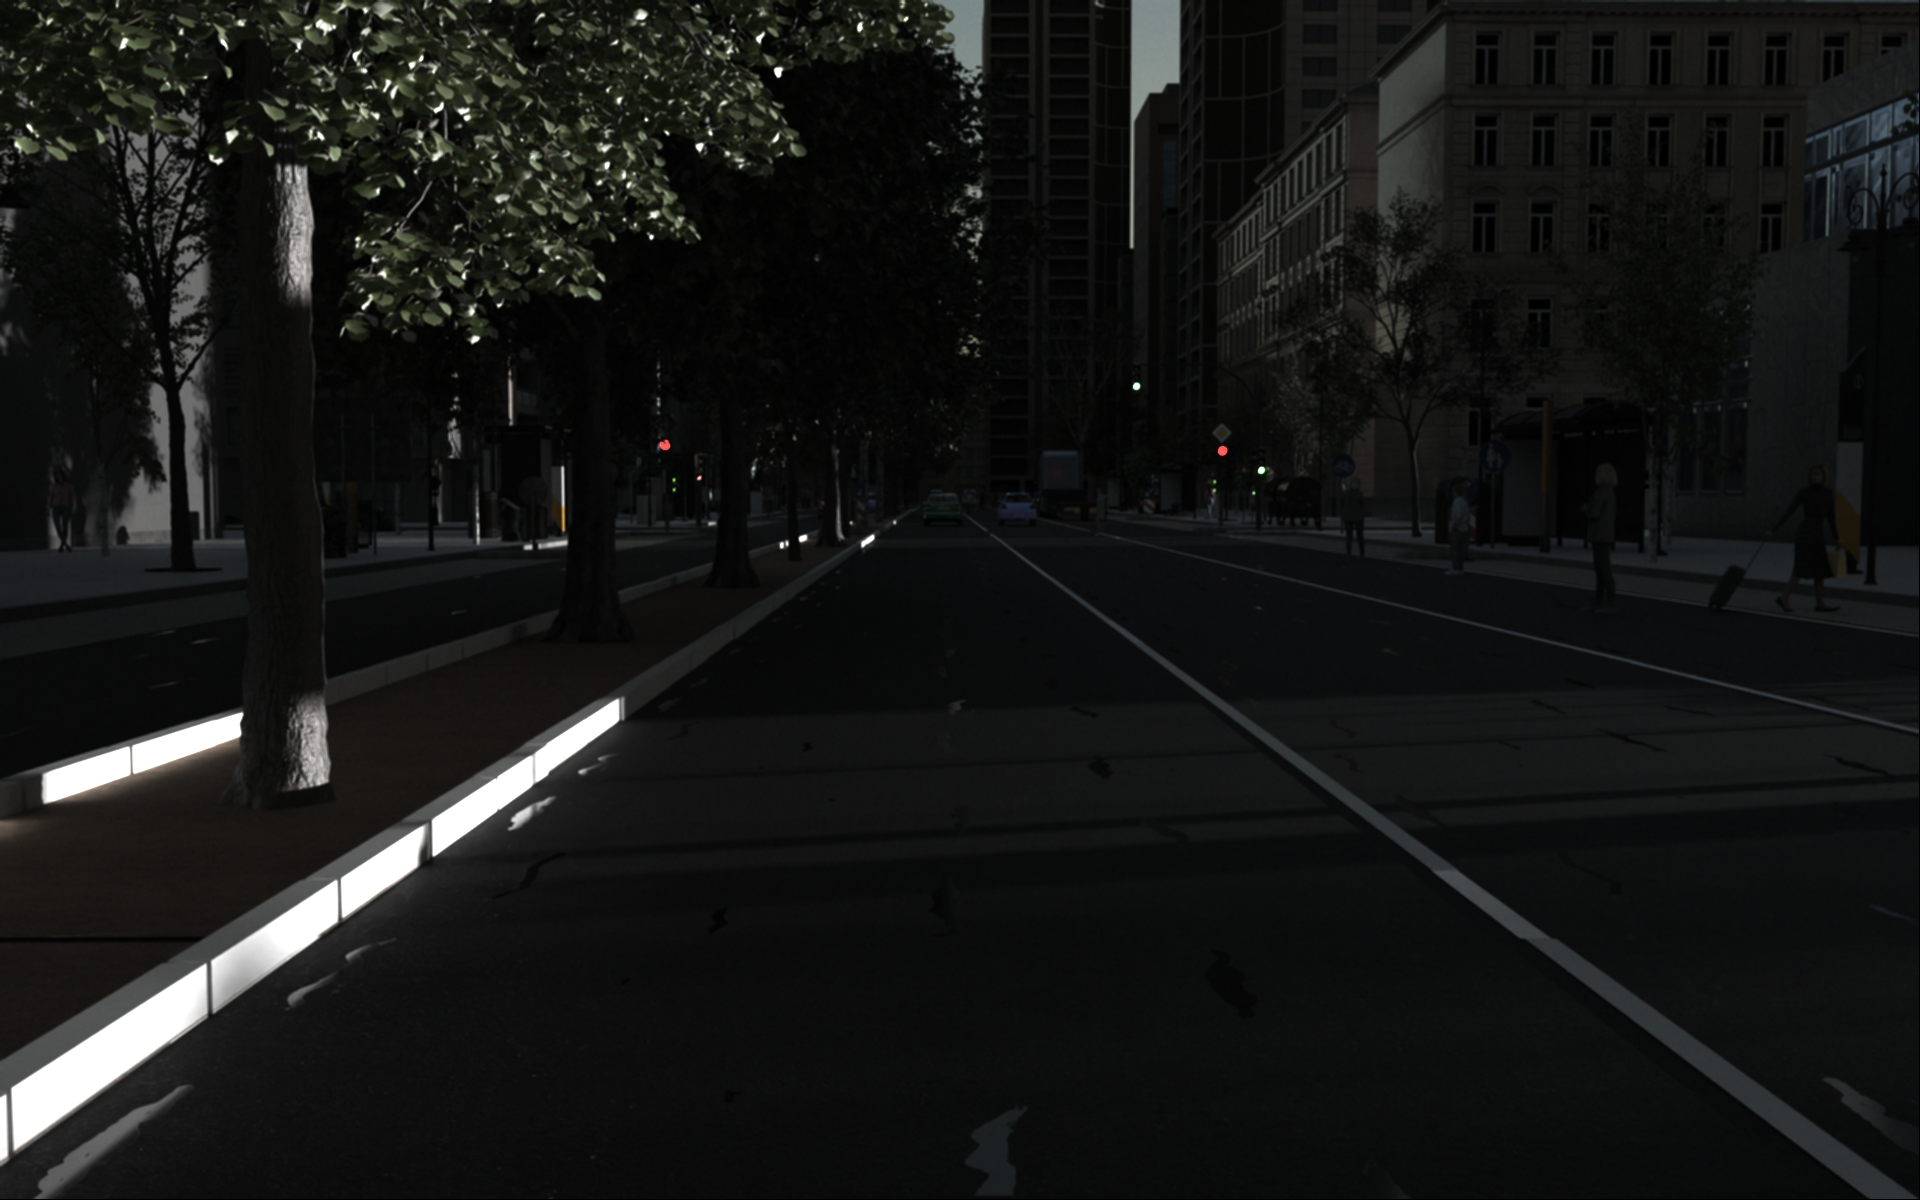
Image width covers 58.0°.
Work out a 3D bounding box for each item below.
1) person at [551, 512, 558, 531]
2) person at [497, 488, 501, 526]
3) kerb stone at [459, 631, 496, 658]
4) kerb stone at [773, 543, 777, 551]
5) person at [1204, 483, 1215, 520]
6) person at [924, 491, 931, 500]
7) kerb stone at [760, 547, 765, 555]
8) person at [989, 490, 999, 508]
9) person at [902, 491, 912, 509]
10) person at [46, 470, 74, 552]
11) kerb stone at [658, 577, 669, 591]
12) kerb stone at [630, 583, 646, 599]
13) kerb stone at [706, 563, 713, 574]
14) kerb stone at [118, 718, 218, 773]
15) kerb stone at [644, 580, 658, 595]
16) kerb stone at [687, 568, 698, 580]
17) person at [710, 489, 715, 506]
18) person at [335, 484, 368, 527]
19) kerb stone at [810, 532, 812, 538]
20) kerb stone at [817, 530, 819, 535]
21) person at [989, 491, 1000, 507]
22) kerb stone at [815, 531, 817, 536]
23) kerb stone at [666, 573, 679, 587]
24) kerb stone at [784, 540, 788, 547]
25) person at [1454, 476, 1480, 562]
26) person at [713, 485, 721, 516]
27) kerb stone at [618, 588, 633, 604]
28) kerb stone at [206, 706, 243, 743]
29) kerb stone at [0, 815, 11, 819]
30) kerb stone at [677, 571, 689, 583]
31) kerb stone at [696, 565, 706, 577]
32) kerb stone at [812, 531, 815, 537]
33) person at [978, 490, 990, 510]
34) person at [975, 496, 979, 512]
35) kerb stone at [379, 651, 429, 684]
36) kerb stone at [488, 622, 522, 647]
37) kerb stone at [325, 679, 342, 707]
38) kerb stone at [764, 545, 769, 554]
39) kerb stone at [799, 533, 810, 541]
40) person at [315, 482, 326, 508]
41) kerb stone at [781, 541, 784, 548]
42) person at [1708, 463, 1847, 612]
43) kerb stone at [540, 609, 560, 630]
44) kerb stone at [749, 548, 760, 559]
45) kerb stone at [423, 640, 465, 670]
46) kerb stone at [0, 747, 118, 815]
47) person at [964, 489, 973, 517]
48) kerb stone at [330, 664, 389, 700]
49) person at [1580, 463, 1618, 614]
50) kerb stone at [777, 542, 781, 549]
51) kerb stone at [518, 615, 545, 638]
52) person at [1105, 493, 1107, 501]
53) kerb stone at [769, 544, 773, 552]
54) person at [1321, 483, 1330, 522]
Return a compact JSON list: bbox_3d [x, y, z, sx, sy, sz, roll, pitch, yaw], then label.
[{"bbox_3d":[-12.217,-2.536,52.529,0.505,1.210,0.382,1,4,18],"label":"person"},{"bbox_3d":[-18.237,-3.851,69.193,0.721,1.800,0.419,-2,4,-32],"label":"person"},{"bbox_3d":[-4.358,0.412,15.466,0.120,0.150,1.000,0,4,-1],"label":"kerb stone"},{"bbox_3d":[-4.727,-1.281,43.171,0.120,0.150,1.000,0,4,-1],"label":"kerb stone"},{"bbox_3d":[12.525,-4.942,86.857,0.555,1.821,0.388,-1,4,-22],"label":"person"},{"bbox_3d":[-2.863,-9.297,161.291,1.217,1.735,0.721,3,5,44],"label":"person"},{"bbox_3d":[-4.693,-1.095,40.099,0.120,0.150,1.000,0,4,-1],"label":"kerb stone"},{"bbox_3d":[3.437,-10.391,178.392,1.348,1.824,0.705,-2,4,-25],"label":"person"},{"bbox_3d":[-4.936,-9.213,159.809,1.217,1.739,0.721,2,4,29],"label":"person"},{"bbox_3d":[-19.892,-1.972,38.297,0.555,1.821,0.388,-2,4,-28],"label":"person"},{"bbox_3d":[-4.495,-0.206,25.736,0.120,0.150,1.000,0,4,-1],"label":"kerb stone"},{"bbox_3d":[-4.475,-0.091,23.684,0.120,0.150,1.000,0,4,-1],"label":"kerb stone"},{"bbox_3d":[-4.570,-0.530,30.865,0.120,0.150,1.000,0,4,-1],"label":"kerb stone"},{"bbox_3d":[-4.274,0.788,9.315,0.120,0.150,1.000,0,4,-1],"label":"kerb stone"},{"bbox_3d":[-4.484,-0.154,24.706,0.120,0.150,1.000,0,4,-1],"label":"kerb stone"},{"bbox_3d":[-4.537,-0.402,28.817,0.120,0.150,1.000,0,4,-1],"label":"kerb stone"},{"bbox_3d":[-19.128,-7.739,132.557,0.794,1.824,0.713,-3,4,-36],"label":"person"},{"bbox_3d":[-22.307,-3.344,63.395,1.509,1.804,0.699,-3,4,-36],"label":"person"},{"bbox_3d":[-4.908,-2.035,55.463,0.120,0.150,1.000,0,4,-1],"label":"kerb stone"},{"bbox_3d":[-4.946,-2.221,58.547,0.120,0.150,1.000,0,4,-1],"label":"kerb stone"},{"bbox_3d":[3.835,-11.110,190.169,1.348,1.821,0.705,-2,4,-30],"label":"person"},{"bbox_3d":[-4.923,-2.159,57.518,0.120,0.150,1.000,0,4,-1],"label":"kerb stone"},{"bbox_3d":[-4.517,-0.278,26.758,0.120,0.150,1.000,0,4,-1],"label":"kerb stone"},{"bbox_3d":[-4.775,-1.471,46.239,0.120,0.150,1.000,0,4,-1],"label":"kerb stone"},{"bbox_3d":[10.627,-1.693,36.387,0.583,1.804,0.606,1,4,16],"label":"person"},{"bbox_3d":[-14.288,-5.912,102.567,0.638,1.841,0.748,1,4,14],"label":"person"},{"bbox_3d":[-4.450,-0.026,22.639,0.120,0.150,1.000,0,4,-1],"label":"kerb stone"},{"bbox_3d":[-4.296,0.733,10.337,0.120,0.150,1.000,0,4,-1],"label":"kerb stone"},{"bbox_3d":[-4.254,0.916,7.256,0.120,0.150,1.000,0,4,-1],"label":"kerb stone"},{"bbox_3d":[-4.528,-0.342,27.789,0.120,0.150,1.000,0,4,-1],"label":"kerb stone"},{"bbox_3d":[-4.552,-0.465,29.839,0.120,0.150,1.000,0,4,-1],"label":"kerb stone"},{"bbox_3d":[-4.902,-2.098,56.491,0.120,0.150,1.000,0,4,-1],"label":"kerb stone"},{"bbox_3d":[1.998,-8.916,154.407,1.348,1.807,0.705,0,4,-8],"label":"person"},{"bbox_3d":[1.351,-7.528,135.859,0.425,1.301,0.394,2,4,33],"label":"person"},{"bbox_3d":[-4.341,0.537,13.416,0.120,0.150,1.000,0,4,-1],"label":"kerb stone"},{"bbox_3d":[-4.376,0.349,16.487,0.120,0.150,1.000,0,4,-1],"label":"kerb stone"},{"bbox_3d":[-4.303,0.663,11.358,0.120,0.150,1.000,0,4,-1],"label":"kerb stone"},{"bbox_3d":[-4.708,-1.158,41.121,0.120,0.150,1.000,0,4,-1],"label":"kerb stone"},{"bbox_3d":[-4.890,-1.969,54.441,0.120,0.150,1.000,0,4,-1],"label":"kerb stone"},{"bbox_3d":[-16.137,-2.283,43.354,0.794,1.824,0.713,-1,4,-18],"label":"person"},{"bbox_3d":[-4.758,-1.402,45.215,0.120,0.150,1.000,0,4,-1],"label":"kerb stone"},{"bbox_3d":[9.965,-0.756,21.083,1.509,1.804,0.699,2,4,26],"label":"person"},{"bbox_3d":[-4.412,0.223,18.545,0.120,0.150,1.000,0,4,-1],"label":"kerb stone"},{"bbox_3d":[-4.674,-1.033,39.077,0.120,0.150,1.000,0,4,-1],"label":"kerb stone"},{"bbox_3d":[-4.349,0.475,14.438,0.120,0.150,1.000,0,4,-1],"label":"kerb stone"},{"bbox_3d":[-4.268,0.851,8.288,0.120,0.150,1.000,0,4,-1],"label":"kerb stone"},{"bbox_3d":[0.497,-6.154,109.781,0.731,1.740,0.598,0,4,5],"label":"person"},{"bbox_3d":[-4.326,0.600,12.394,0.120,0.150,1.000,0,4,-1],"label":"kerb stone"},{"bbox_3d":[7.673,-0.746,20.874,0.526,1.800,0.537,3,5,41],"label":"person"},{"bbox_3d":[-4.746,-1.345,44.193,0.120,0.150,1.000,0,4,-1],"label":"kerb stone"},{"bbox_3d":[-4.394,0.286,17.519,0.120,0.150,1.000,0,4,-1],"label":"kerb stone"},{"bbox_3d":[18.330,-12.696,216.890,0.557,1.426,1.065,1,4,9],"label":"person"},{"bbox_3d":[-4.722,-1.220,42.149,0.120,0.150,1.000,0,4,-1],"label":"kerb stone"},{"bbox_3d":[16.650,-4.437,78.935,0.599,1.781,0.374,-2,4,-30],"label":"person"}]
